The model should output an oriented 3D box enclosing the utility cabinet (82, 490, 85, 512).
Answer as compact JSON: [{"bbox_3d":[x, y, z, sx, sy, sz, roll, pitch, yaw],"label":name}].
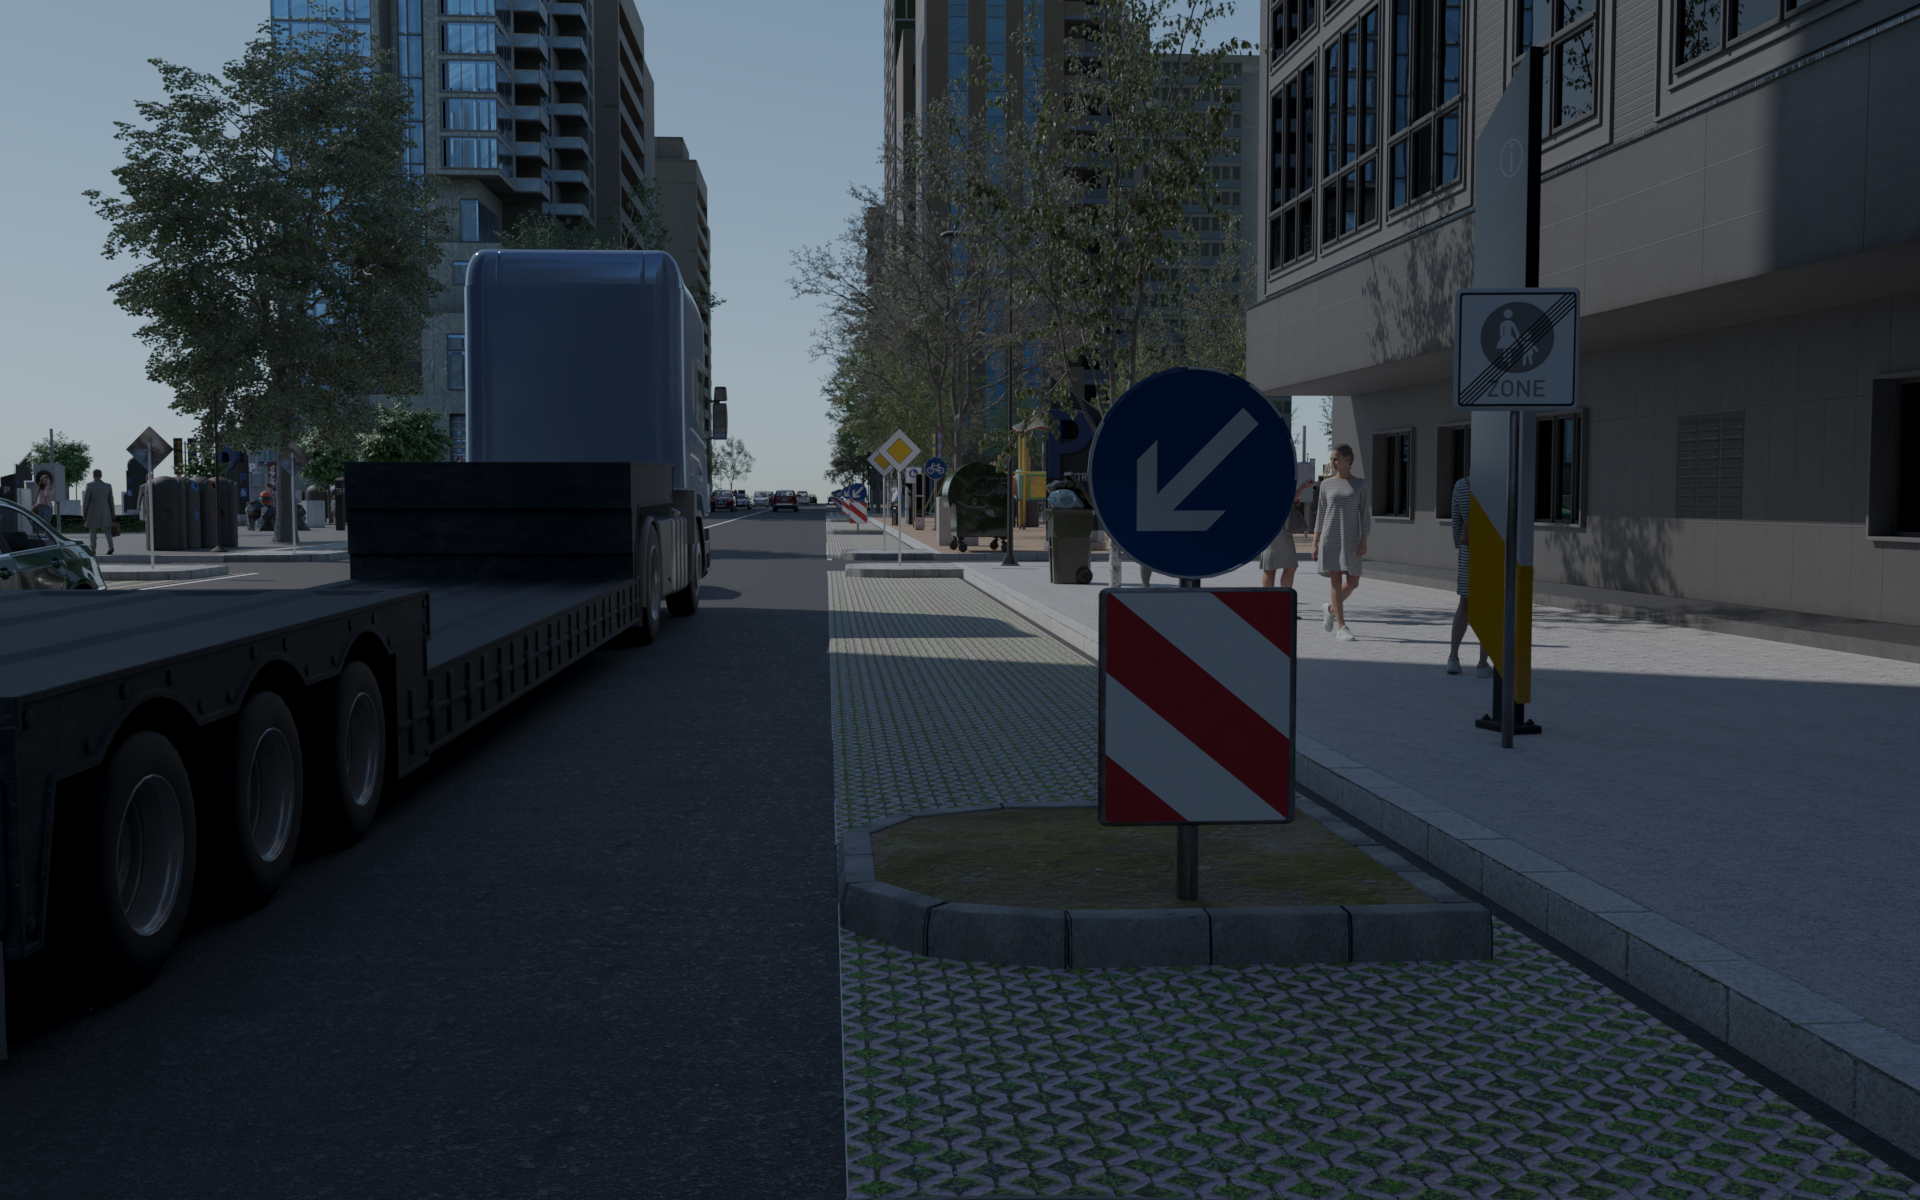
[{"bbox_3d":[-48.525,-5.390,96.799,0.318,1.500,1.173,1,4,13],"label":"utility cabinet"}]

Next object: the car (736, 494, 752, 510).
[{"bbox_3d":[-20.373,-9.131,161.085,2.131,1.459,4.920,0,4,-4],"label":"car"}]

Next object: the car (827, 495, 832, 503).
[{"bbox_3d":[-19.344,-15.398,264.333,1.945,1.354,3.894,0,4,-4],"label":"car"}]

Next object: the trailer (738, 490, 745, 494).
[{"bbox_3d":[-29.460,-13.856,233.599,1.471,1.999,3.904,0,4,-6],"label":"trailer"}]

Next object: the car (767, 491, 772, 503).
[{"bbox_3d":[-25.055,-13.145,223.591,2.281,1.827,5.304,0,4,-3],"label":"car"}]

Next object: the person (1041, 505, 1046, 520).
[{"bbox_3d":[4.325,-4.882,85.893,0.654,1.822,0.581,0,4,6],"label":"person"}]

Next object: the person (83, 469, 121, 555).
[{"bbox_3d":[-18.242,-1.870,36.720,0.767,1.812,0.694,3,5,43],"label":"person"}]

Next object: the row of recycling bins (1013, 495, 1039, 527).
[{"bbox_3d":[1.323,-3.658,66.923,3.534,1.692,1.069,-1,4,-18],"label":"row of recycling bins"}]

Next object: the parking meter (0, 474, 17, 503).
[{"bbox_3d":[-27.246,-2.685,49.608,0.399,1.863,0.255,0,4,-5],"label":"parking meter"}]

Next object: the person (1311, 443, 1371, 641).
[{"bbox_3d":[3.362,-0.526,15.400,0.466,1.731,0.760,-1,4,-13],"label":"person"}]

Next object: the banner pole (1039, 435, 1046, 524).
[{"bbox_3d":[3.540,-5.113,73.609,0.401,3.779,0.863,1,4,10],"label":"banner pole"}]

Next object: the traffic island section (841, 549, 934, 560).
[{"bbox_3d":[-1.647,-1.009,38.772,2.009,0.180,2.903,0,4,-4],"label":"traffic island section"}]

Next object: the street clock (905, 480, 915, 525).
[{"bbox_3d":[-2.037,-4.139,72.239,0.471,2.002,0.358,1,4,16],"label":"street clock"}]

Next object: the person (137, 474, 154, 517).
[{"bbox_3d":[-21.012,-2.380,45.072,0.709,1.813,0.853,-2,4,-33],"label":"person"}]

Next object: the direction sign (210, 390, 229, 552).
[{"bbox_3d":[-16.350,-2.821,38.123,0.379,3.537,0.876,-1,4,-22],"label":"direction sign"}]

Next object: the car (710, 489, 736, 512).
[{"bbox_3d":[-19.413,-8.131,141.612,2.281,1.827,5.304,0,4,-5],"label":"car"}]

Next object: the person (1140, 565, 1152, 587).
[{"bbox_3d":[2.394,-0.908,21.071,0.537,1.800,0.526,-3,4,-38],"label":"person"}]

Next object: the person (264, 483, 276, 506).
[{"bbox_3d":[-26.909,-3.711,67.557,0.563,1.720,0.643,0,4,2],"label":"person"}]

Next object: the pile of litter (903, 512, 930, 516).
[{"bbox_3d":[-2.566,-5.483,103.619,1.719,0.858,1.176,2,4,29],"label":"pile of litter"}]

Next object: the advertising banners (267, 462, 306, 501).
[{"bbox_3d":[-36.341,-5.950,93.473,2.074,3.025,0.090,0,4,-2],"label":"advertising banners"}]

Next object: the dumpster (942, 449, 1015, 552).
[{"bbox_3d":[0.410,-2.217,38.739,1.502,2.255,1.985,0,4,-4],"label":"dumpster"}]

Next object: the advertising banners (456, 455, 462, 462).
[{"bbox_3d":[-22.339,-5.038,78.557,0.090,3.025,2.074,1,4,11],"label":"advertising banners"}]

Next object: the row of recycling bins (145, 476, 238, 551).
[{"bbox_3d":[-18.064,-2.053,40.685,1.069,1.692,3.534,0,4,1],"label":"row of recycling bins"}]

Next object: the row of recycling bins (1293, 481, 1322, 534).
[{"bbox_3d":[10.654,-3.033,56.694,1.069,1.692,3.534,-3,5,-40],"label":"row of recycling bins"}]

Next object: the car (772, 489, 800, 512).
[{"bbox_3d":[-14.216,-8.103,141.163,2.281,1.827,5.304,0,4,-4],"label":"car"}]

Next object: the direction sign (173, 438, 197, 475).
[{"bbox_3d":[-31.232,-4.764,69.885,0.876,3.537,0.379,-1,4,-15],"label":"direction sign"}]

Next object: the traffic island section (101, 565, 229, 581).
[{"bbox_3d":[-13.931,-0.461,29.815,2.009,0.180,2.903,0,4,-4],"label":"traffic island section"}]

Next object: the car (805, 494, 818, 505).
[{"bbox_3d":[-20.408,-13.903,237.092,2.009,1.686,4.222,0,4,-5],"label":"car"}]

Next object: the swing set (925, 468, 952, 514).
[{"bbox_3d":[-0.727,-6.703,107.206,2.862,2.851,3.119,-1,4,-9],"label":"swing set"}]

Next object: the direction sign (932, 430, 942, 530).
[{"bbox_3d":[-0.820,-4.258,61.618,0.379,3.537,0.876,-2,4,-25],"label":"direction sign"}]

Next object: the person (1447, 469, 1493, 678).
[{"bbox_3d":[3.656,-0.311,12.132,0.512,1.701,0.522,2,4,27],"label":"person"}]

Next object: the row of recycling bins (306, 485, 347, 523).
[{"bbox_3d":[-27.481,-4.319,77.725,3.534,1.692,1.069,-2,4,-26],"label":"row of recycling bins"}]

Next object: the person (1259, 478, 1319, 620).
[{"bbox_3d":[3.376,-0.695,17.761,0.532,1.782,0.716,-1,4,-14],"label":"person"}]

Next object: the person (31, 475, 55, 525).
[{"bbox_3d":[-22.637,-2.218,42.891,0.593,1.750,0.643,1,4,14],"label":"person"}]

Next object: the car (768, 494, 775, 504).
[{"bbox_3d":[-25.147,-13.531,230.278,2.155,1.783,4.494,0,4,-4],"label":"car"}]

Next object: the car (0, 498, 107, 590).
[{"bbox_3d":[-8.066,-0.072,12.970,2.131,1.459,4.920,0,4,-6],"label":"car"}]

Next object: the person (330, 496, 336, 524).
[{"bbox_3d":[-27.297,-3.935,75.395,0.505,1.210,0.382,2,4,29],"label":"person"}]

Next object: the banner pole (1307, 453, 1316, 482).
[{"bbox_3d":[21.568,-7.134,106.661,0.863,3.779,0.401,-2,4,-30],"label":"banner pole"}]

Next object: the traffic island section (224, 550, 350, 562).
[{"bbox_3d":[-14.550,-0.948,37.776,2.009,0.180,2.903,0,4,-4],"label":"traffic island section"}]

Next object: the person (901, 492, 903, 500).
[{"bbox_3d":[-3.864,-6.071,105.294,0.794,1.824,0.713,-1,4,-17],"label":"person"}]

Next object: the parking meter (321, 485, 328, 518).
[{"bbox_3d":[-33.429,-5.220,91.063,0.399,1.863,0.255,1,4,22],"label":"parking meter"}]

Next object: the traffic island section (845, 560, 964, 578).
[{"bbox_3d":[-1.028,-0.522,30.811,2.009,0.180,2.903,0,4,-4],"label":"traffic island section"}]

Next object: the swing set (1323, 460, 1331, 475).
[{"bbox_3d":[16.890,-4.927,78.173,2.862,2.851,3.119,1,4,8],"label":"swing set"}]

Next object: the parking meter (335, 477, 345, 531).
[{"bbox_3d":[-21.766,-3.370,60.807,0.255,1.863,0.399,0,4,-6],"label":"parking meter"}]
